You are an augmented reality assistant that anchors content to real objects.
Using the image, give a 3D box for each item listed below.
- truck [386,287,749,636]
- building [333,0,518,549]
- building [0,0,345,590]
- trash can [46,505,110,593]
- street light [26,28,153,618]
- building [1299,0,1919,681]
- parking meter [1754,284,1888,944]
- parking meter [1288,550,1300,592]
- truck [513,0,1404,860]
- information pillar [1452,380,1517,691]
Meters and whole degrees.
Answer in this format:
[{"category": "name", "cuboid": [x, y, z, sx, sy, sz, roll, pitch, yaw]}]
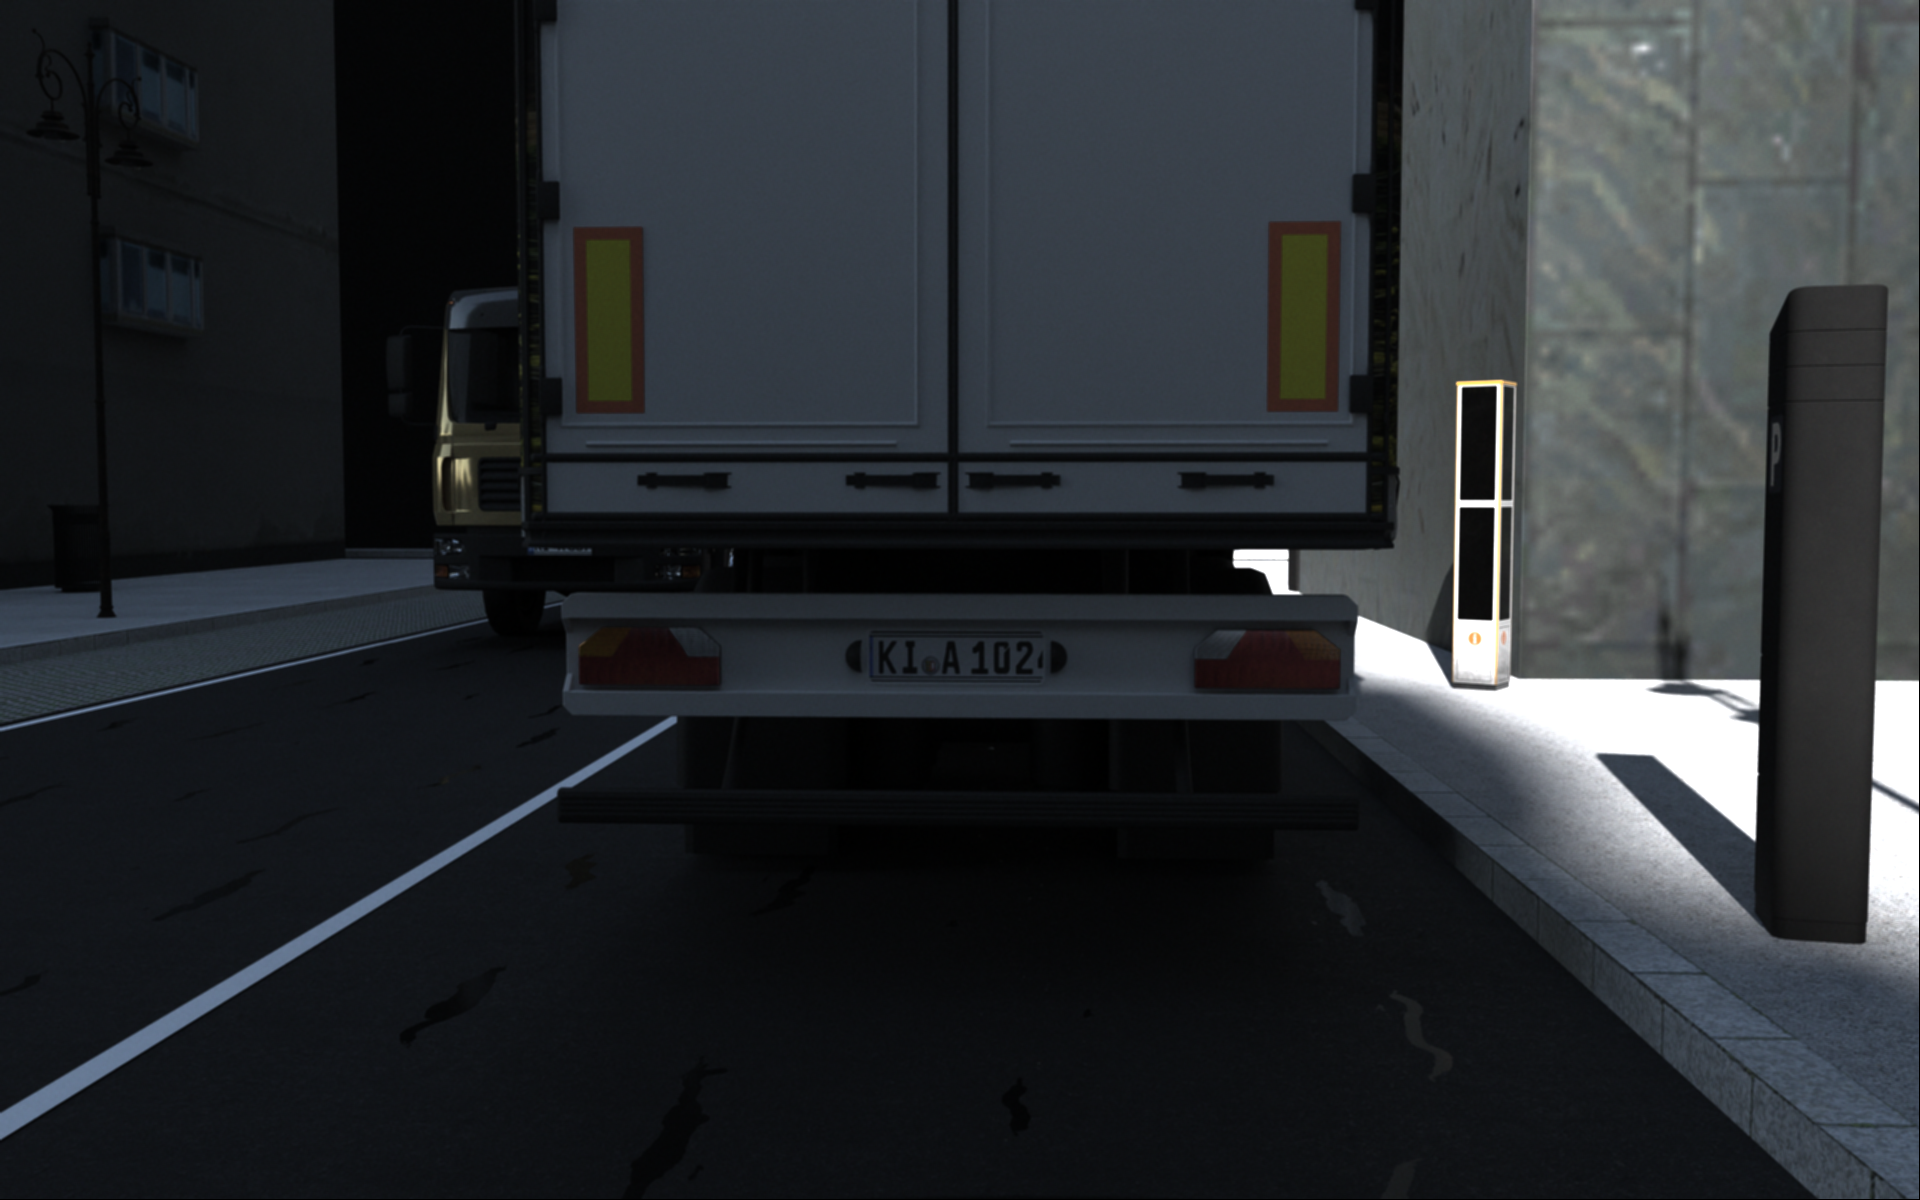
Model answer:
[{"category": "truck", "cuboid": [-3.340, -1.447, 19.590, 3.469, 3.379, 9.791, 0, 4, 4]}, {"category": "building", "cuboid": [-13.914, -13.346, 47.892, 12.332, 23.373, 15.834, 0, 4, 3]}, {"category": "building", "cuboid": [-23.253, -24.416, 22.901, 21.600, 48.544, 21.300, 0, 4, 3]}, {"category": "trash can", "cuboid": [-11.550, -0.677, 22.725, 0.748, 1.137, 0.748, 0, 3, 0]}, {"category": "street light", "cuboid": [-8.885, -2.756, 17.856, 0.468, 5.910, 1.993, 0, 4, 3]}, {"category": "building", "cuboid": [14.772, -42.273, 3.831, 22.319, 86.520, 31.000, 0, 4, 3]}, {"category": "parking meter", "cuboid": [2.519, 0.038, 5.088, 0.255, 1.863, 0.399, 1, 4, 16]}, {"category": "parking meter", "cuboid": [4.518, -1.052, 22.913, 0.255, 1.863, 0.399, 0, 4, -6]}, {"category": "truck", "cuboid": [0.258, -1.306, 10.261, 2.839, 4.237, 11.283, 0, 4, 3]}, {"category": "information pillar", "cuboid": [3.454, -0.424, 11.417, 0.304, 2.012, 0.304, 2, 4, 35]}]
